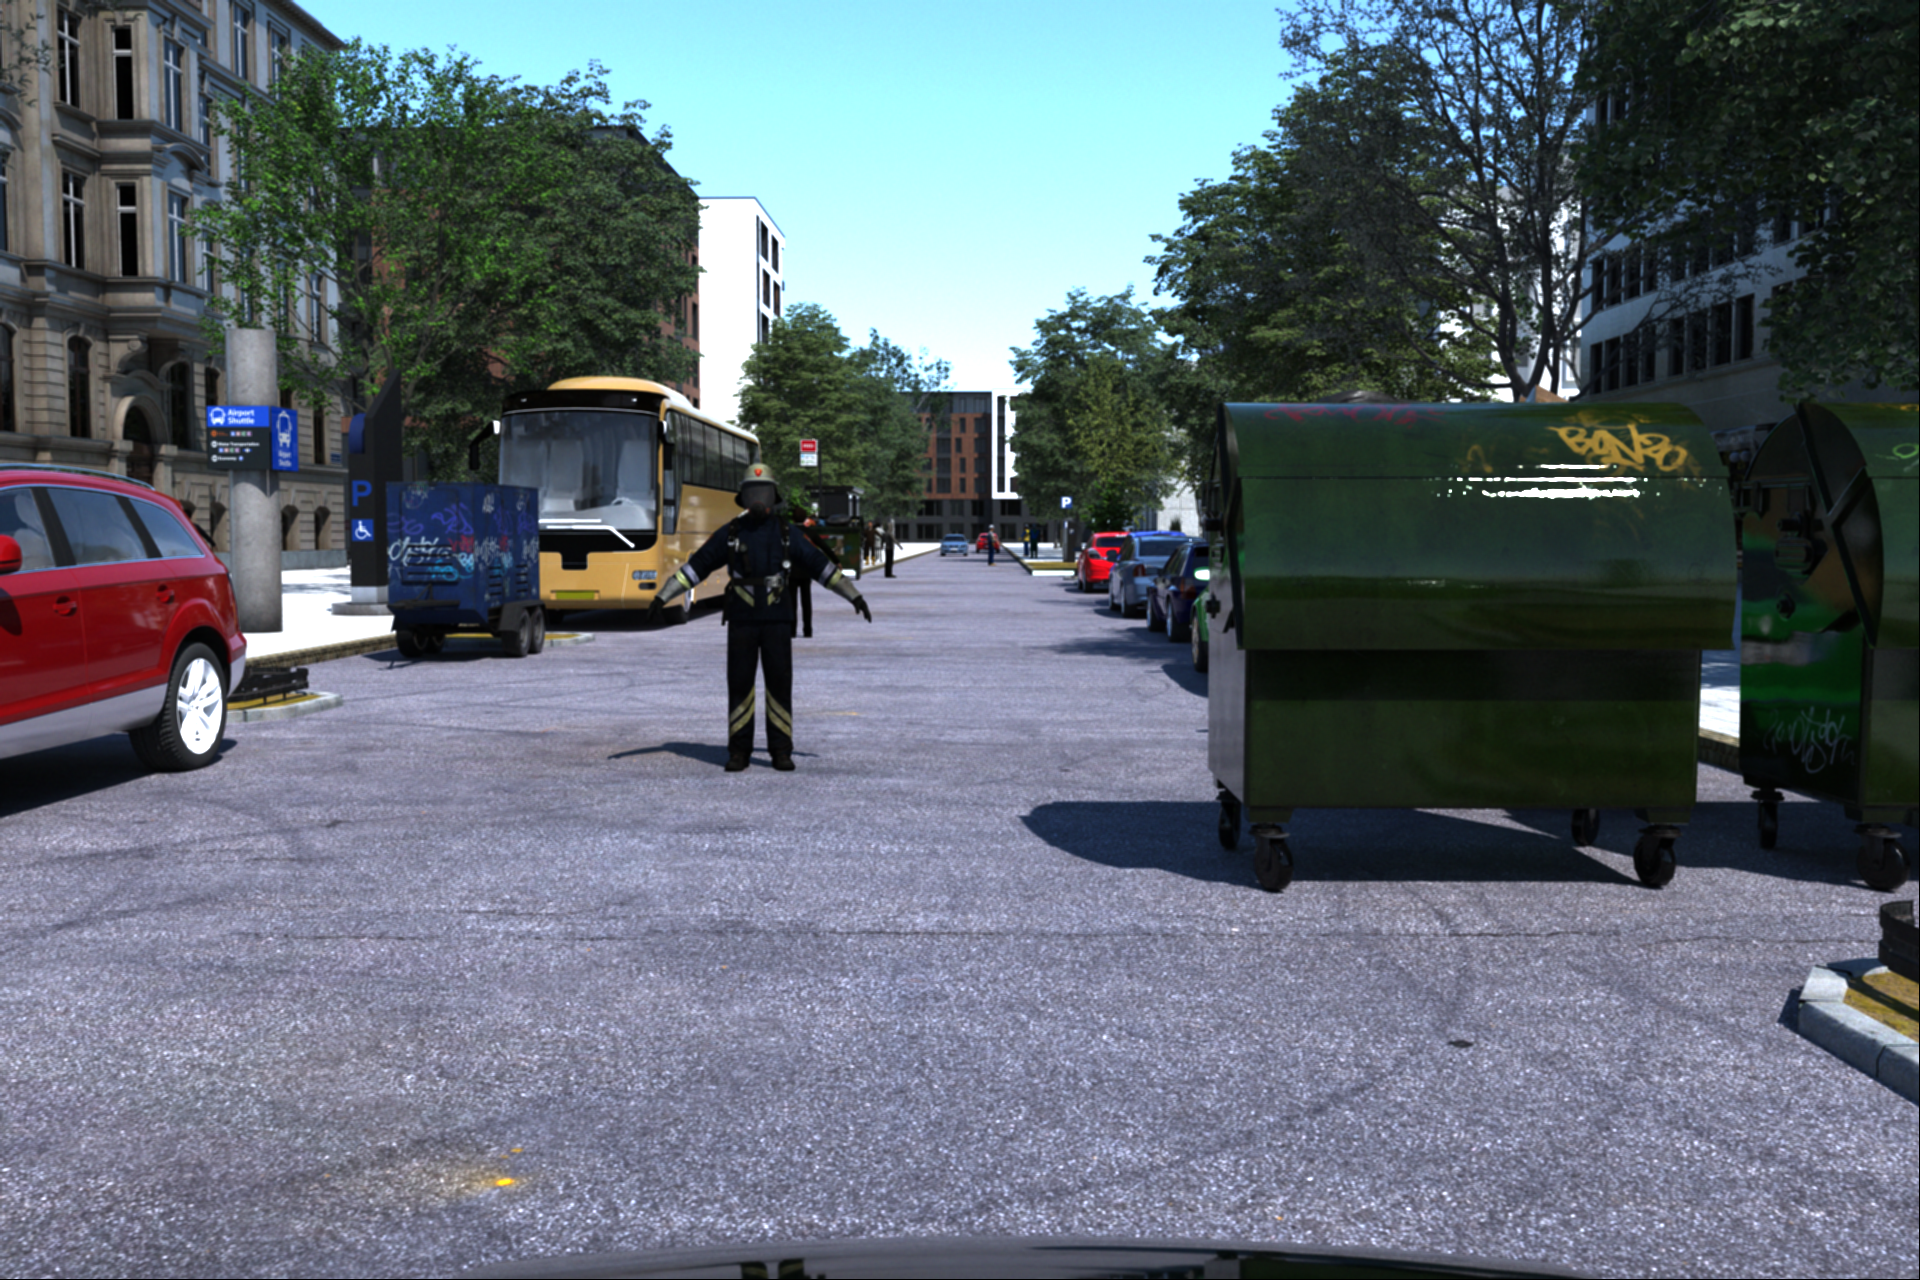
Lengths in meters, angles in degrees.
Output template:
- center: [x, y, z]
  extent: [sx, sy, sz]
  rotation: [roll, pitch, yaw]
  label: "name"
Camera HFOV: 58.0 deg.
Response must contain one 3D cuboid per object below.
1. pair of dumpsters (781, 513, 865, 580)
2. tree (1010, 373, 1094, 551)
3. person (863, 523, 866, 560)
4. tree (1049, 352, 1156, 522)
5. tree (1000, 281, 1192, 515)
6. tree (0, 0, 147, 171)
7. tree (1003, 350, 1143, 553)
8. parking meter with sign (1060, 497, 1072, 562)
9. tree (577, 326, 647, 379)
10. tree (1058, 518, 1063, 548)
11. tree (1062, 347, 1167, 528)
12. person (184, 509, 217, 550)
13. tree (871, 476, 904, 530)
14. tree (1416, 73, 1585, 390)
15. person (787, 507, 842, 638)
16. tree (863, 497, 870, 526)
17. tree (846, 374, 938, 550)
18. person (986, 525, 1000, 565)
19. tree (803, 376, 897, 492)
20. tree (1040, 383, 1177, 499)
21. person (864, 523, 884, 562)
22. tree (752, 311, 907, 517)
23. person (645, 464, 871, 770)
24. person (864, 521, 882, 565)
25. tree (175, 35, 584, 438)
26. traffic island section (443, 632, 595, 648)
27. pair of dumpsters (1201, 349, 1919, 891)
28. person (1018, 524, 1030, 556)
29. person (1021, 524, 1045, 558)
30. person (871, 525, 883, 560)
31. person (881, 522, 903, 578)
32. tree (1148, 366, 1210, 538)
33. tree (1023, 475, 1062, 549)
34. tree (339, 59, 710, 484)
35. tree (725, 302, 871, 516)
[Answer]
- center: [-5.212, -3.011, 54.183]
  extent: [4.436, 2.255, 1.574]
  rotation: [0, 4, 1]
  label: "pair of dumpsters"
- center: [8.230, -13.886, 133.691]
  extent: [9.857, 13.997, 8.962]
  rotation: [0, 3, 0]
  label: "tree"
- center: [-4.725, -4.813, 84.627]
  extent: [1.347, 1.837, 0.705]
  rotation: [2, 4, 30]
  label: "person"
- center: [8.842, -11.574, 107.369]
  extent: [7.486, 12.596, 7.792]
  rotation: [0, 3, 0]
  label: "tree"
- center: [7.086, -11.023, 86.876]
  extent: [9.857, 13.997, 8.962]
  rotation: [0, 3, 0]
  label: "tree"
- center: [-12.141, -6.301, 13.396]
  extent: [12.009, 13.543, 11.850]
  rotation: [0, 3, 0]
  label: "tree"
- center: [8.109, -13.048, 119.988]
  extent: [9.857, 13.997, 8.962]
  rotation: [0, 3, 0]
  label: "tree"
- center: [4.925, -5.108, 79.778]
  extent: [0.543, 3.016, 1.738]
  rotation: [0, 4, 1]
  label: "parking meter with sign"
- center: [-11.519, -6.424, 55.387]
  extent: [4.360, 8.622, 3.978]
  rotation: [0, 3, 0]
  label: "tree"
- center: [9.435, -14.318, 159.846]
  extent: [9.928, 11.665, 9.643]
  rotation: [0, 3, 0]
  label: "tree"
- center: [5.785, -7.186, 67.849]
  extent: [4.737, 8.622, 4.395]
  rotation: [0, 3, 0]
  label: "tree"
- center: [-16.843, -1.940, 37.761]
  extent: [1.345, 1.823, 0.704]
  rotation: [-3, 5, -45]
  label: "person"
- center: [-6.844, -11.947, 145.703]
  extent: [4.360, 8.622, 3.978]
  rotation: [0, 3, 0]
  label: "tree"
- center: [25.635, -13.180, 71.375]
  extent: [12.611, 20.169, 13.585]
  rotation: [0, 3, 0]
  label: "tree"
- center: [-2.240, -0.938, 23.981]
  extent: [1.347, 1.806, 0.705]
  rotation: [-2, 4, -24]
  label: "person"
- center: [-7.497, -10.390, 120.234]
  extent: [4.360, 8.622, 3.978]
  rotation: [0, 3, 0]
  label: "tree"
- center: [-6.637, -14.094, 137.093]
  extent: [9.857, 13.997, 8.962]
  rotation: [0, 3, 0]
  label: "tree"
- center: [1.456, -4.329, 79.091]
  extent: [0.705, 1.847, 1.347]
  rotation: [-1, 4, -22]
  label: "person"
- center: [-7.592, -11.315, 110.760]
  extent: [9.928, 11.665, 9.643]
  rotation: [0, 3, 0]
  label: "tree"
- center: [8.012, -9.984, 97.658]
  extent: [8.767, 10.594, 7.601]
  rotation: [0, 4, -3]
  label: "tree"
- center: [-3.744, -4.470, 79.270]
  extent: [1.347, 1.806, 0.705]
  rotation: [0, 4, -3]
  label: "person"
- center: [-7.466, -11.750, 98.770]
  extent: [9.857, 13.997, 8.962]
  rotation: [0, 3, 0]
  label: "tree"
- center: [-1.219, -0.140, 10.519]
  extent: [1.354, 1.856, 0.705]
  rotation: [0, 4, -5]
  label: "person"
- center: [-3.719, -4.010, 71.699]
  extent: [1.346, 1.812, 0.704]
  rotation: [0, 4, 6]
  label: "person"
- center: [-11.776, -6.709, 35.456]
  extent: [9.928, 11.665, 9.643]
  rotation: [0, 3, 0]
  label: "tree"
- center: [-5.909, 0.002, 22.835]
  extent: [1.991, 0.108, 1.994]
  rotation: [0, 4, 2]
  label: "traffic island section"
- center: [3.264, -0.150, 7.403]
  extent: [4.436, 2.255, 1.574]
  rotation: [0, 4, 1]
  label: "pair of dumpsters"
- center: [3.780, -5.717, 99.440]
  extent: [0.705, 1.833, 1.349]
  rotation: [2, 4, 31]
  label: "person"
- center: [3.880, -5.204, 91.214]
  extent: [1.347, 1.817, 0.704]
  rotation: [-1, 4, -22]
  label: "person"
- center: [-4.246, -4.844, 85.924]
  extent: [1.216, 1.740, 0.721]
  rotation: [0, 4, -5]
  label: "person"
- center: [-2.298, -2.960, 56.978]
  extent: [0.705, 1.813, 1.348]
  rotation: [-2, 4, -32]
  label: "person"
- center: [10.340, -7.615, 74.872]
  extent: [4.737, 8.622, 4.395]
  rotation: [0, 3, 0]
  label: "tree"
- center: [8.432, -14.093, 148.550]
  extent: [7.486, 12.596, 7.792]
  rotation: [0, 3, 0]
  label: "tree"
- center: [-11.462, -8.551, 46.471]
  extent: [9.857, 13.997, 8.962]
  rotation: [0, 3, 0]
  label: "tree"
- center: [-7.974, -10.216, 85.159]
  extent: [7.486, 12.596, 7.792]
  rotation: [0, 3, 0]
  label: "tree"
